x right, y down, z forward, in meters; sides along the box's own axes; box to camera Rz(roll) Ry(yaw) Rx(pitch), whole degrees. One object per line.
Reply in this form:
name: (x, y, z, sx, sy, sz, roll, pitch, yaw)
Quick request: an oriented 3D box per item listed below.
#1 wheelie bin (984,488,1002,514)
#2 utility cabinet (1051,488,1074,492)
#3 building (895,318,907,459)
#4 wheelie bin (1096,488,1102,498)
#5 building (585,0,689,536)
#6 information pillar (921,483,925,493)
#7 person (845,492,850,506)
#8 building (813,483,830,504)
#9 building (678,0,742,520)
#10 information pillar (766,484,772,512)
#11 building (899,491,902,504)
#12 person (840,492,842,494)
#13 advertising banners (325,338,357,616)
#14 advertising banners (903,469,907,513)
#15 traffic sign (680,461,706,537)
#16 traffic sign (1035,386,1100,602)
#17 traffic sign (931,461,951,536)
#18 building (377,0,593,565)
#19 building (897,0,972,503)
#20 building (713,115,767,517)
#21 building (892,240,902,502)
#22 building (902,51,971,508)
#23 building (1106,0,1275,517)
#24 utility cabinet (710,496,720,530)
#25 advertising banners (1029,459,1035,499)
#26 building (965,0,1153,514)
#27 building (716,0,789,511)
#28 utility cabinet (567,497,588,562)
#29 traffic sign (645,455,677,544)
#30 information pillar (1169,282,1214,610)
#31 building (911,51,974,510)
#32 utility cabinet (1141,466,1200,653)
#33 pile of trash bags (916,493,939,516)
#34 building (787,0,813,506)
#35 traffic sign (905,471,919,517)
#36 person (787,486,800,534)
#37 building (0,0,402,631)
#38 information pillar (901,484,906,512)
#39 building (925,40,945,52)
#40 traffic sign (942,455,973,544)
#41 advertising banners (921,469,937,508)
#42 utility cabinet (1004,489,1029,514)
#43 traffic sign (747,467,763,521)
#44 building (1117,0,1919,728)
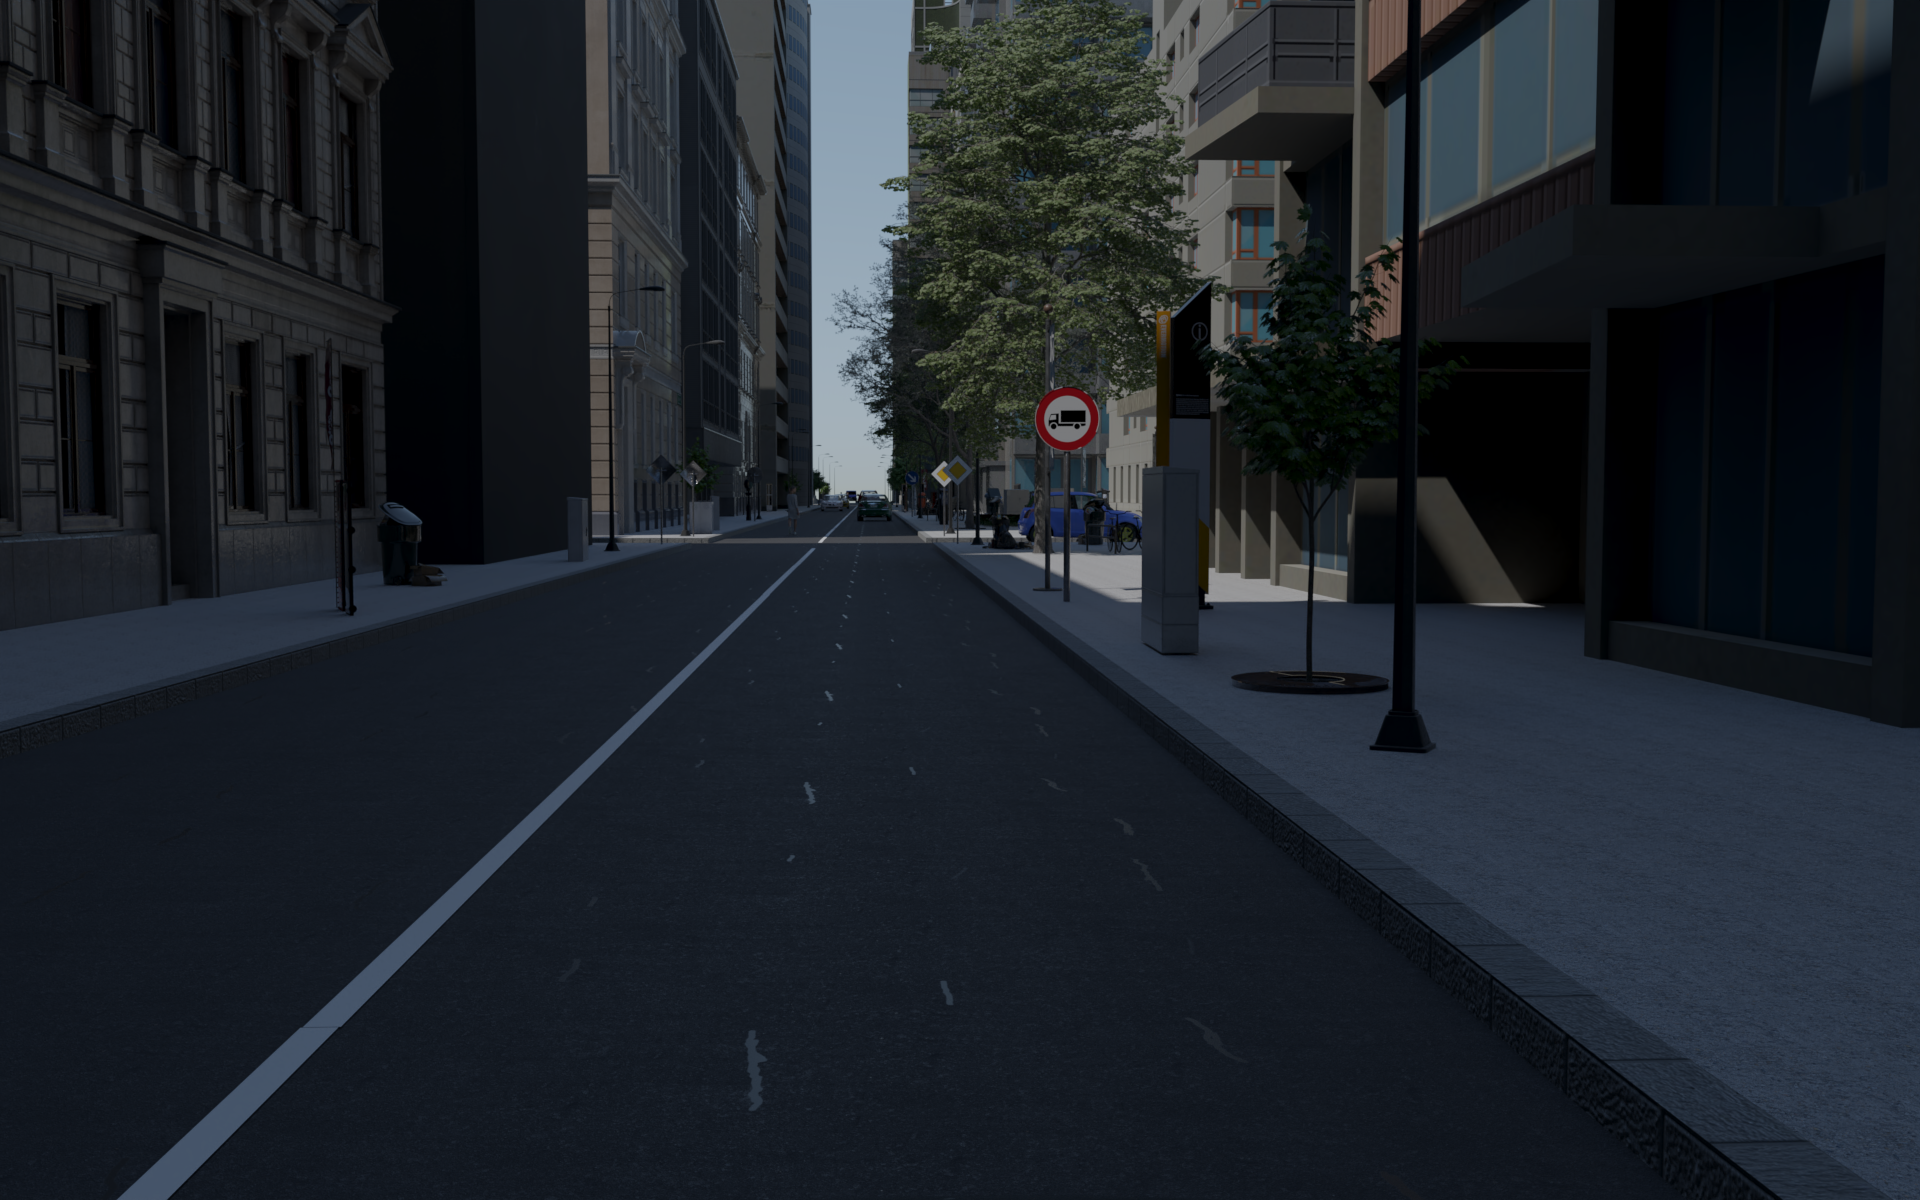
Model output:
wheelie bin: (1.715, -5.096, 91.229, 0.980, 1.594, 0.693, -2, 4, -24)
utility cabinet: (3.786, -3.535, 66.482, 1.173, 1.500, 0.318, 0, 4, 4)
building: (-2.915, -30.188, 265.267, 14.160, 30.474, 14.107, 0, 4, -3)
wheelie bin: (7.362, -4.995, 89.574, 0.693, 1.594, 0.980, 0, 4, 0)
building: (-17.256, -16.875, 61.817, 13.634, 28.700, 20.117, 0, 4, -3)
information pillar: (-2.582, -6.892, 117.172, 0.304, 2.012, 0.304, -1, 4, -15)
person: (-13.858, -12.468, 213.148, 0.445, 1.727, 0.742, 1, 4, 18)
building: (-36.662, -35.356, 269.950, 32.217, 40.220, 23.993, 0, 4, -3)
building: (-18.618, -17.757, 83.829, 14.314, 27.812, 24.014, 0, 4, -3)
information pillar: (-13.866, -7.431, 125.989, 0.304, 2.012, 0.304, -3, 5, -42)
building: (8.176, -32.657, 225.819, 32.217, 40.220, 23.993, 0, 4, -3)
person: (-16.047, -13.749, 234.230, 0.436, 1.711, 0.756, 2, 4, 23)
advertising banners: (-6.806, -1.395, 18.991, 0.090, 3.025, 2.074, -2, 4, -25)
advertising banners: (-3.801, -7.598, 120.414, 0.090, 3.025, 2.074, 0, 4, 4)
traffic sign: (-8.013, -2.960, 52.042, 0.795, 2.450, 0.064, 0, 4, -3)
traffic sign: (1.274, -1.253, 20.591, 0.768, 2.556, 0.104, 0, 4, 5)
traffic sign: (-0.478, -2.983, 52.413, 0.795, 2.450, 0.064, 0, 4, -3)
building: (-16.835, -12.643, 36.388, 15.834, 23.373, 12.332, 0, 4, -3)
building: (1.299, -49.453, 246.807, 20.563, 71.187, 20.611, 0, 4, -3)
building: (-19.083, -19.093, 109.435, 12.463, 27.353, 25.104, 0, 4, -3)
building: (-3.907, -36.443, 279.441, 14.154, 41.232, 14.086, 0, 4, -3)
building: (2.032, -29.400, 164.292, 14.154, 41.232, 14.086, 0, 4, -3)
building: (21.951, -13.576, 67.001, 28.899, 21.520, 27.650, 0, 4, -3)
utility cabinet: (-8.730, -3.092, 61.716, 0.306, 1.237, 1.020, -1, 4, -11)
advertising banners: (3.597, -5.477, 85.732, 0.090, 3.025, 2.074, 0, 4, -7)
building: (11.853, -30.139, 112.374, 23.786, 49.044, 30.456, 0, 4, -3)
building: (-24.753, -31.364, 136.502, 21.300, 48.544, 21.600, 0, 4, -3)
utility cabinet: (-7.332, -1.352, 33.275, 0.306, 1.237, 1.020, 0, 4, -6)
traffic sign: (-7.598, -2.473, 44.068, 0.795, 2.450, 0.064, 0, 4, -3)
information pillar: (2.552, -1.699, 19.127, 0.504, 3.616, 0.183, -2, 4, -24)
building: (12.112, -27.740, 145.424, 32.217, 40.220, 23.993, 0, 4, -3)
utility cabinet: (1.737, -0.343, 14.287, 0.318, 1.500, 1.173, 0, 4, -2)
pile of trash bags: (-1.841, -5.819, 104.899, 1.912, 1.369, 3.447, 1, 4, 17)
building: (-26.824, -39.341, 185.218, 21.231, 58.520, 28.212, 0, 4, -3)
traffic sign: (-2.651, -5.869, 96.062, 0.768, 2.556, 0.104, 0, 4, 7)
person: (-5.927, -3.194, 61.480, 0.466, 1.731, 0.760, 0, 4, 0)
building: (-13.899, -9.496, 19.885, 10.561, 19.102, 19.286, 0, 4, -3)
information pillar: (-4.059, -7.387, 125.271, 0.304, 2.012, 0.304, -1, 4, -12)
building: (5.967, -34.673, 186.517, 23.786, 49.044, 30.456, 0, 4, -3)
traffic sign: (-0.063, -2.495, 44.439, 0.795, 2.450, 0.064, 0, 4, -3)
advertising banners: (-1.805, -7.647, 121.209, 2.074, 3.025, 0.090, -2, 4, -25)
utility cabinet: (2.577, -4.302, 79.014, 1.173, 1.500, 0.318, -2, 4, -29)
traffic sign: (-9.646, -4.968, 81.330, 0.768, 2.556, 0.104, 0, 4, 4)
building: (14.332, -22.158, 16.916, 22.147, 44.769, 28.867, 0, 4, -3)
